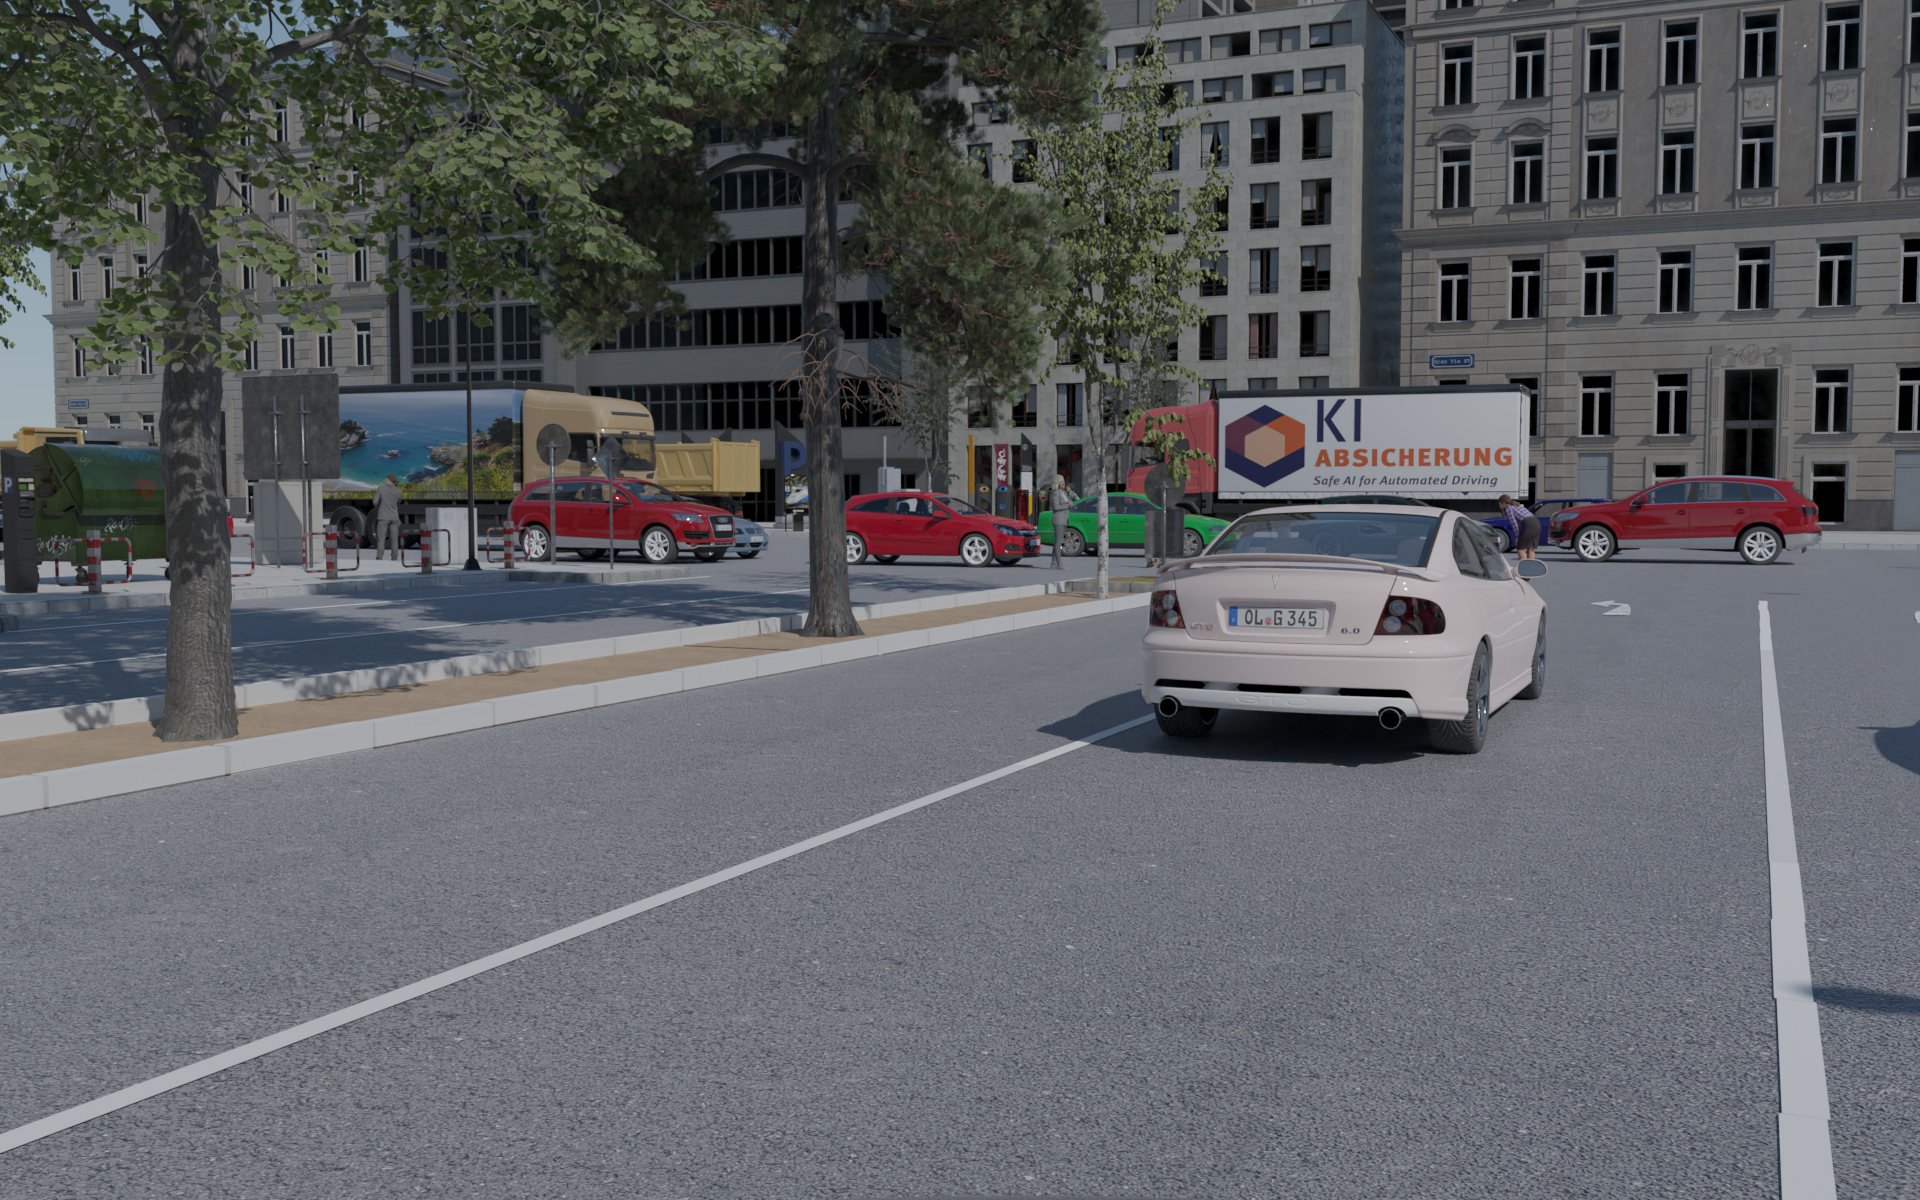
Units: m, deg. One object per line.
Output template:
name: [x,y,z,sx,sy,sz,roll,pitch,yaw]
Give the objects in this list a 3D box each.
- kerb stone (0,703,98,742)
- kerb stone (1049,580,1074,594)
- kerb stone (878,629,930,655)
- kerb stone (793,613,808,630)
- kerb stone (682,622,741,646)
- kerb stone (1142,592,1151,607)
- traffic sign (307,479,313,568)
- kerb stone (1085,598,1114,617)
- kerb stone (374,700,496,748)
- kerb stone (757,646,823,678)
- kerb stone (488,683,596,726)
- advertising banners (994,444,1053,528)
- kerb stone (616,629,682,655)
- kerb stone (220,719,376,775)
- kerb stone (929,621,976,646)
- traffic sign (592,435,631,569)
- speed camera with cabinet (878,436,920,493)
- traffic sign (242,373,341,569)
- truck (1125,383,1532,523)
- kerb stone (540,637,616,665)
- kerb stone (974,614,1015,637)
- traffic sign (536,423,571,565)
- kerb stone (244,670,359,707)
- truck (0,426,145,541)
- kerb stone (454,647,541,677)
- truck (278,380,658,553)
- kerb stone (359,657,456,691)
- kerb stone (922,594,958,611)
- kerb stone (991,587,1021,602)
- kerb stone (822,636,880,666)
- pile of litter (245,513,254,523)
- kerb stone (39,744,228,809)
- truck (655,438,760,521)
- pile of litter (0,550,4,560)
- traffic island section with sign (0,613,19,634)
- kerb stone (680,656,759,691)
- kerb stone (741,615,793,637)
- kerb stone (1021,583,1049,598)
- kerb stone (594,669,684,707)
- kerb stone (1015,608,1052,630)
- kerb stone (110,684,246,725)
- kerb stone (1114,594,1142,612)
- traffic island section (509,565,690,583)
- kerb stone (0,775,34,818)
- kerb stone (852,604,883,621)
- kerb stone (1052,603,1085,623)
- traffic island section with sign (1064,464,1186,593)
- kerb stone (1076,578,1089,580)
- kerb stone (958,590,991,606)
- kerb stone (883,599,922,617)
kerb stone: [-5.473,0.736,10.179,0.120,0.150,1.000,2,4,25]
kerb stone: [1.394,-0.177,25.165,0.120,0.150,1.000,2,4,25]
kerb stone: [-0.566,0.388,15.854,0.120,0.150,1.000,2,4,25]
kerb stone: [-1.603,0.219,18.610,0.120,0.150,1.000,2,4,25]
kerb stone: [-2.464,0.333,16.747,0.120,0.150,1.000,2,4,25]
kerb stone: [2.431,-0.012,22.389,0.120,0.150,1.000,2,4,25]
traffic sign: [-11.233,-1.830,29.920,0.884,2.594,0.081,2,4,25]
kerb stone: [1.570,0.105,20.527,0.120,0.150,1.000,2,4,25]
kerb stone: [-3.140,0.737,10.237,0.120,0.150,1.000,2,4,25]
kerb stone: [-1.421,0.503,13.979,0.120,0.150,1.000,2,4,25]
kerb stone: [-2.718,0.674,11.176,0.120,0.150,1.000,2,4,25]
advertising banners: [2.176,-3.897,59.902,2.074,3.025,0.090,1,4,14]
kerb stone: [-2.891,0.391,15.814,0.120,0.150,1.000,2,4,25]
kerb stone: [-3.561,0.789,9.301,0.120,0.150,1.000,2,4,25]
kerb stone: [-0.133,0.335,16.784,0.120,0.150,1.000,2,4,25]
traffic sign: [-5.923,-1.576,29.417,0.795,2.450,0.064,2,4,25]
speed camera with cabinet: [-2.074,-3.952,58.956,0.660,3.252,2.038,-2,4,-30]
traffic sign: [-11.479,-2.190,29.678,2.265,3.308,0.079,2,4,26]
truck: [9.523,-3.564,47.192,11.283,4.237,2.839,2,4,23]
kerb stone: [-3.326,0.447,14.880,0.120,0.150,1.000,2,4,25]
kerb stone: [0.291,0.274,17.719,0.120,0.150,1.000,2,4,25]
traffic sign: [-7.355,-1.905,31.261,0.768,2.556,0.104,2,4,25]
kerb stone: [-4.612,0.620,12.056,0.120,0.150,1.000,2,4,25]
truck: [-27.520,-3.391,51.374,9.791,3.379,3.469,2,4,25]
kerb stone: [-3.757,0.506,13.928,0.120,0.150,1.000,2,4,25]
truck: [-12.483,-3.405,44.582,11.283,4.237,2.839,2,4,24]
kerb stone: [-4.187,0.567,12.990,0.120,0.150,1.000,2,4,25]
kerb stone: [-0.323,0.048,21.419,0.120,0.150,1.000,2,4,25]
kerb stone: [0.539,-0.067,23.297,0.120,0.150,1.000,2,4,25]
kerb stone: [-0.994,0.445,14.912,0.120,0.150,1.000,2,4,25]
pile of litter: [-30.673,-3.810,76.254,1.719,0.858,1.176,-3,4,-38]
kerb stone: [-3.995,0.847,8.363,0.120,0.150,1.000,2,4,25]
truck: [-11.232,-3.674,55.987,9.791,3.379,3.469,2,4,26]
pile of litter: [-19.366,-1.242,34.274,1.719,0.858,1.176,3,5,41]
traffic island section with sign: [-10.940,-0.559,17.763,1.989,1.847,2.006,2,4,25]
kerb stone: [-1.848,0.560,13.047,0.120,0.150,1.000,2,4,25]
kerb stone: [-2.039,0.277,17.681,0.120,0.150,1.000,2,4,25]
kerb stone: [0.970,-0.115,24.231,0.120,0.150,1.000,2,4,25]
kerb stone: [-2.279,0.620,12.113,0.120,0.150,1.000,2,4,25]
kerb stone: [0.724,0.217,18.652,0.120,0.150,1.000,2,4,25]
kerb stone: [-5.045,0.681,11.126,0.120,0.150,1.000,2,4,25]
kerb stone: [2.009,0.049,21.454,0.120,0.150,1.000,2,4,25]
traffic island section: [-5.948,-0.441,29.489,2.009,0.180,2.903,2,4,25]
kerb stone: [-4.423,0.903,7.429,0.120,0.150,1.000,2,4,25]
kerb stone: [-1.179,0.163,19.543,0.120,0.150,1.000,2,4,25]
kerb stone: [1.148,0.159,19.591,0.120,0.150,1.000,2,4,25]
traffic island section with sign: [2.843,-1.076,25.736,2.006,1.907,1.989,2,4,25]
kerb stone: [1.826,-0.236,26.100,0.120,0.150,1.000,2,4,25]
kerb stone: [0.109,-0.010,22.358,0.120,0.150,1.000,2,4,25]
kerb stone: [-0.752,0.109,20.477,0.120,0.150,1.000,2,4,25]
